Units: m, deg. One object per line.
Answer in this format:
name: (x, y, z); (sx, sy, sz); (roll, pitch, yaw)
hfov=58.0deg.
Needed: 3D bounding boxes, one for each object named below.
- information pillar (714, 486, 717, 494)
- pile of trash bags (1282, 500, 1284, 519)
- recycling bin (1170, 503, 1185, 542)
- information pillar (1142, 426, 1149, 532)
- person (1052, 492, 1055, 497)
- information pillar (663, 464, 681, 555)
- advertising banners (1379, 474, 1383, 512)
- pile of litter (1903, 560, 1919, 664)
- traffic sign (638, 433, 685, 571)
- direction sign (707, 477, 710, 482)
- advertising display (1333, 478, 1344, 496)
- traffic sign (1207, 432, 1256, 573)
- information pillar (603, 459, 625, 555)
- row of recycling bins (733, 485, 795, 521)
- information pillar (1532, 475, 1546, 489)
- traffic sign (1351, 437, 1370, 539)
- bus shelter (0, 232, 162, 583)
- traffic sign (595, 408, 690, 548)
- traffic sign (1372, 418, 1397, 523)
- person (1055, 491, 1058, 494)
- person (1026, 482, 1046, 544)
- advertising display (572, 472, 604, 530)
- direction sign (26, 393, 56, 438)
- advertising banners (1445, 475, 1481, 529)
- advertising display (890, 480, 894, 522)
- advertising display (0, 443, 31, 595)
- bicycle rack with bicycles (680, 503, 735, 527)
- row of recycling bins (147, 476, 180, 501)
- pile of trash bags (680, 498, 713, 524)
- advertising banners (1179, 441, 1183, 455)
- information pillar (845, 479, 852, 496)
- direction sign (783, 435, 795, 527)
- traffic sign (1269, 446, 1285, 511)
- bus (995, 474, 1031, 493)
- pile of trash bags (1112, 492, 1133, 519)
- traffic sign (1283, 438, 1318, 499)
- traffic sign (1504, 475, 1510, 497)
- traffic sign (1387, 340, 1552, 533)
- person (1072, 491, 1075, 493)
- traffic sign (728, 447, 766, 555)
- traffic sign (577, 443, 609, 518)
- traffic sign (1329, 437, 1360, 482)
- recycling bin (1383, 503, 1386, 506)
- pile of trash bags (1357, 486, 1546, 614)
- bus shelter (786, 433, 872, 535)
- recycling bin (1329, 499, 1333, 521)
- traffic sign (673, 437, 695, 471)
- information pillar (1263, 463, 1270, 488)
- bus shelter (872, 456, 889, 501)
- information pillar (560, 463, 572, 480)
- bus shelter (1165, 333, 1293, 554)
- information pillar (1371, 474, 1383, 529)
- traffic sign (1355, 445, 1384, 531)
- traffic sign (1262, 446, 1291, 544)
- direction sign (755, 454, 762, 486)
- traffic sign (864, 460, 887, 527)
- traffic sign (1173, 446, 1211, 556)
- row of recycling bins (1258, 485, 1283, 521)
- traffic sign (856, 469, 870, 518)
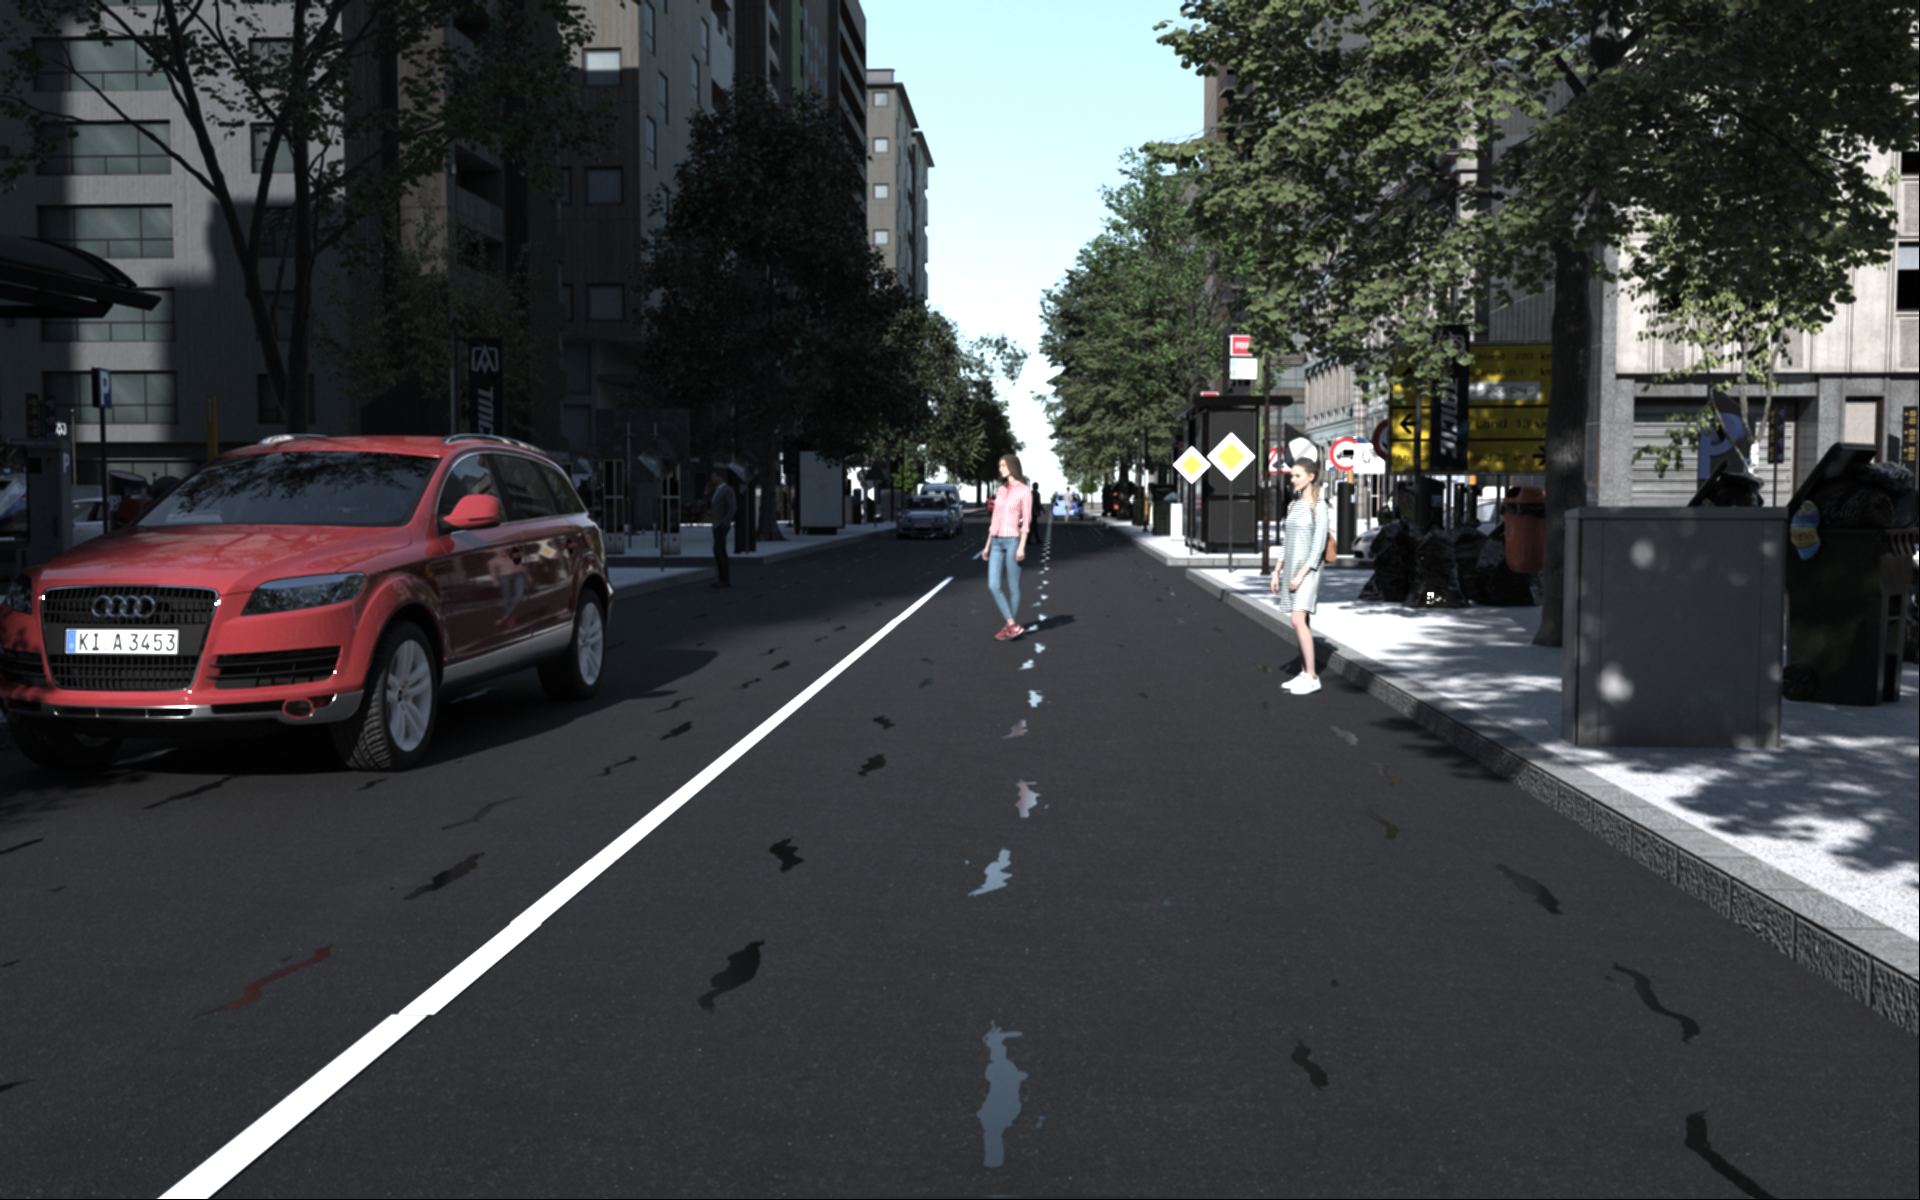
information pillar: (-8.051, -3.269, 57.947); (0.304, 2.012, 0.304); (-1, 4, -14)
pile of trash bags: (16.100, -5.008, 91.632); (3.447, 1.369, 1.912); (2, 4, 28)
recycling bin: (6.207, -2.112, 47.078); (0.722, 1.027, 0.722); (3, 5, 43)
information pillar: (6.356, -4.149, 59.198); (0.183, 3.616, 0.504); (0, 3, 0)
person: (12.158, -13.045, 222.696); (0.541, 1.710, 0.530); (2, 4, 26)
information pillar: (-6.083, -1.951, 36.383); (0.304, 2.012, 0.304); (-3, 5, -42)
advertising banners: (11.793, -3.202, 48.545); (0.090, 3.025, 2.074); (1, 4, 12)
pile of litter: (7.635, 0.019, 13.660); (1.176, 0.858, 1.719); (2, 4, 32)
traffic sign: (-4.935, -1.530, 28.653); (0.795, 2.450, 0.064); (0, 4, 3)
direction sign: (-16.185, -7.169, 109.207); (0.876, 3.537, 0.379); (1, 4, 18)
advertising display: (17.588, -4.588, 80.228); (0.123, 1.923, 0.974); (3, 5, 44)
traffic sign: (4.395, -1.498, 28.133); (0.795, 2.450, 0.064); (0, 4, 3)
information pillar: (-7.330, -1.970, 36.701); (0.304, 2.012, 0.304); (2, 4, 28)
row of recycling bins: (-9.135, -4.587, 82.109); (3.534, 1.692, 1.069); (-2, 4, -27)
information pillar: (8.306, -2.017, 24.327); (0.504, 3.616, 0.183); (1, 4, 13)
traffic sign: (8.904, -2.376, 38.960); (0.768, 2.556, 0.104); (1, 4, 12)
bus shelter: (-7.582, -1.063, 11.305); (2.014, 3.302, 5.546); (0, 4, 3)
traffic sign: (-7.547, -2.893, 41.170); (2.265, 3.308, 0.079); (0, 4, 4)
traffic sign: (7.199, -1.748, 28.679); (0.768, 2.556, 0.104); (1, 4, 11)
person: (12.479, -13.180, 223.629); (1.348, 1.869, 0.705); (0, 4, -4)
person: (2.181, -2.488, 49.573); (0.834, 1.777, 0.661); (-3, 5, -42)
advertising display: (-10.983, -2.793, 50.880); (0.974, 1.923, 0.123); (0, 4, -4)
direction sign: (-20.841, -2.897, 39.358); (0.379, 3.537, 0.876); (1, 4, 12)
advertising banners: (7.101, -1.738, 24.609); (0.090, 3.025, 2.074); (0, 4, 3)
advertising display: (-3.147, -4.579, 80.081); (0.123, 1.923, 0.974); (0, 4, -5)
advertising display: (-12.184, -1.027, 22.005); (0.123, 1.923, 0.974); (0, 4, 7)
bicycle rack with bicycles: (-9.614, -3.282, 67.050); (2.852, 0.926, 2.925); (1, 4, 9)
row of recycling bins: (-17.834, -2.014, 40.044); (1.069, 1.692, 3.534); (2, 4, 35)
pile of trash bags: (-11.472, -3.968, 74.630); (1.912, 1.369, 3.447); (2, 4, 27)
advertising banners: (8.115, -3.753, 57.552); (2.074, 3.025, 0.090); (-2, 4, -28)
information pillar: (-5.392, -4.800, 82.973); (0.304, 2.012, 0.304); (-3, 4, -36)
direction sign: (-6.591, -4.591, 67.057); (0.379, 3.537, 0.876); (-3, 5, -41)
traffic sign: (8.459, -2.811, 46.061); (0.768, 2.556, 0.104); (1, 4, 10)
bus: (4.949, -9.938, 157.349); (2.948, 3.499, 13.247); (0, 4, 4)
pile of trash bags: (9.428, -4.892, 89.736); (3.447, 1.369, 1.912); (-2, 4, -25)
traffic sign: (7.742, -2.405, 39.428); (0.768, 2.556, 0.104); (1, 4, 12)
traffic sign: (8.334, -1.607, 26.388); (0.768, 2.556, 0.104); (0, 4, 6)
traffic sign: (6.886, -1.793, 23.189); (2.265, 3.308, 0.079); (1, 4, 11)
person: (8.848, -7.738, 136.492); (0.593, 1.643, 0.415); (0, 4, 1)
traffic sign: (-4.506, -2.017, 36.627); (0.795, 2.450, 0.064); (0, 4, 3)
traffic sign: (-8.250, -2.312, 38.981); (0.795, 2.450, 0.064); (1, 4, 12)
traffic sign: (8.601, -2.357, 38.636); (0.768, 2.556, 0.104); (0, 4, 6)
recycling bin: (12.631, -2.270, 49.667); (0.722, 1.027, 0.722); (-2, 4, -27)
pile of trash bags: (5.902, -0.613, 19.778); (1.912, 1.369, 3.447); (0, 4, -6)
bus shelter: (-4.259, -3.833, 56.596); (2.014, 3.302, 5.546); (0, 4, 3)
recycling bin: (18.012, -4.340, 83.510); (0.722, 1.027, 0.722); (2, 4, 28)
traffic sign: (-6.468, -2.420, 39.566); (0.884, 2.594, 0.081); (1, 4, 13)
information pillar: (19.299, -7.195, 108.992); (0.504, 3.616, 0.183); (-1, 4, -18)
bus shelter: (-4.937, -5.873, 89.954); (2.014, 3.302, 5.546); (0, 4, 3)
information pillar: (-9.300, -2.212, 40.661); (0.304, 2.012, 0.304); (3, 5, 42)
bus shelter: (6.268, -3.883, 41.113); (2.179, 5.291, 8.768); (0, 4, 3)
information pillar: (14.499, -3.410, 60.238); (0.304, 2.012, 0.304); (-3, 5, -44)
traffic sign: (8.337, -2.031, 35.329); (0.606, 2.300, 0.079); (1, 4, 13)
traffic sign: (8.220, -2.729, 44.615); (0.884, 2.594, 0.081); (0, 4, 8)
direction sign: (-11.298, -6.501, 98.282); (0.876, 3.537, 0.379); (0, 4, -6)
traffic sign: (-3.252, -4.064, 66.454); (0.884, 2.594, 0.081); (0, 4, 8)
traffic sign: (4.824, -1.986, 36.107); (0.795, 2.450, 0.064); (0, 4, 3)
row of recycling bins: (14.446, -4.567, 81.775); (3.534, 1.692, 1.069); (2, 4, 28)
traffic sign: (-4.815, -5.301, 86.777); (0.768, 2.556, 0.104); (0, 4, 6)
